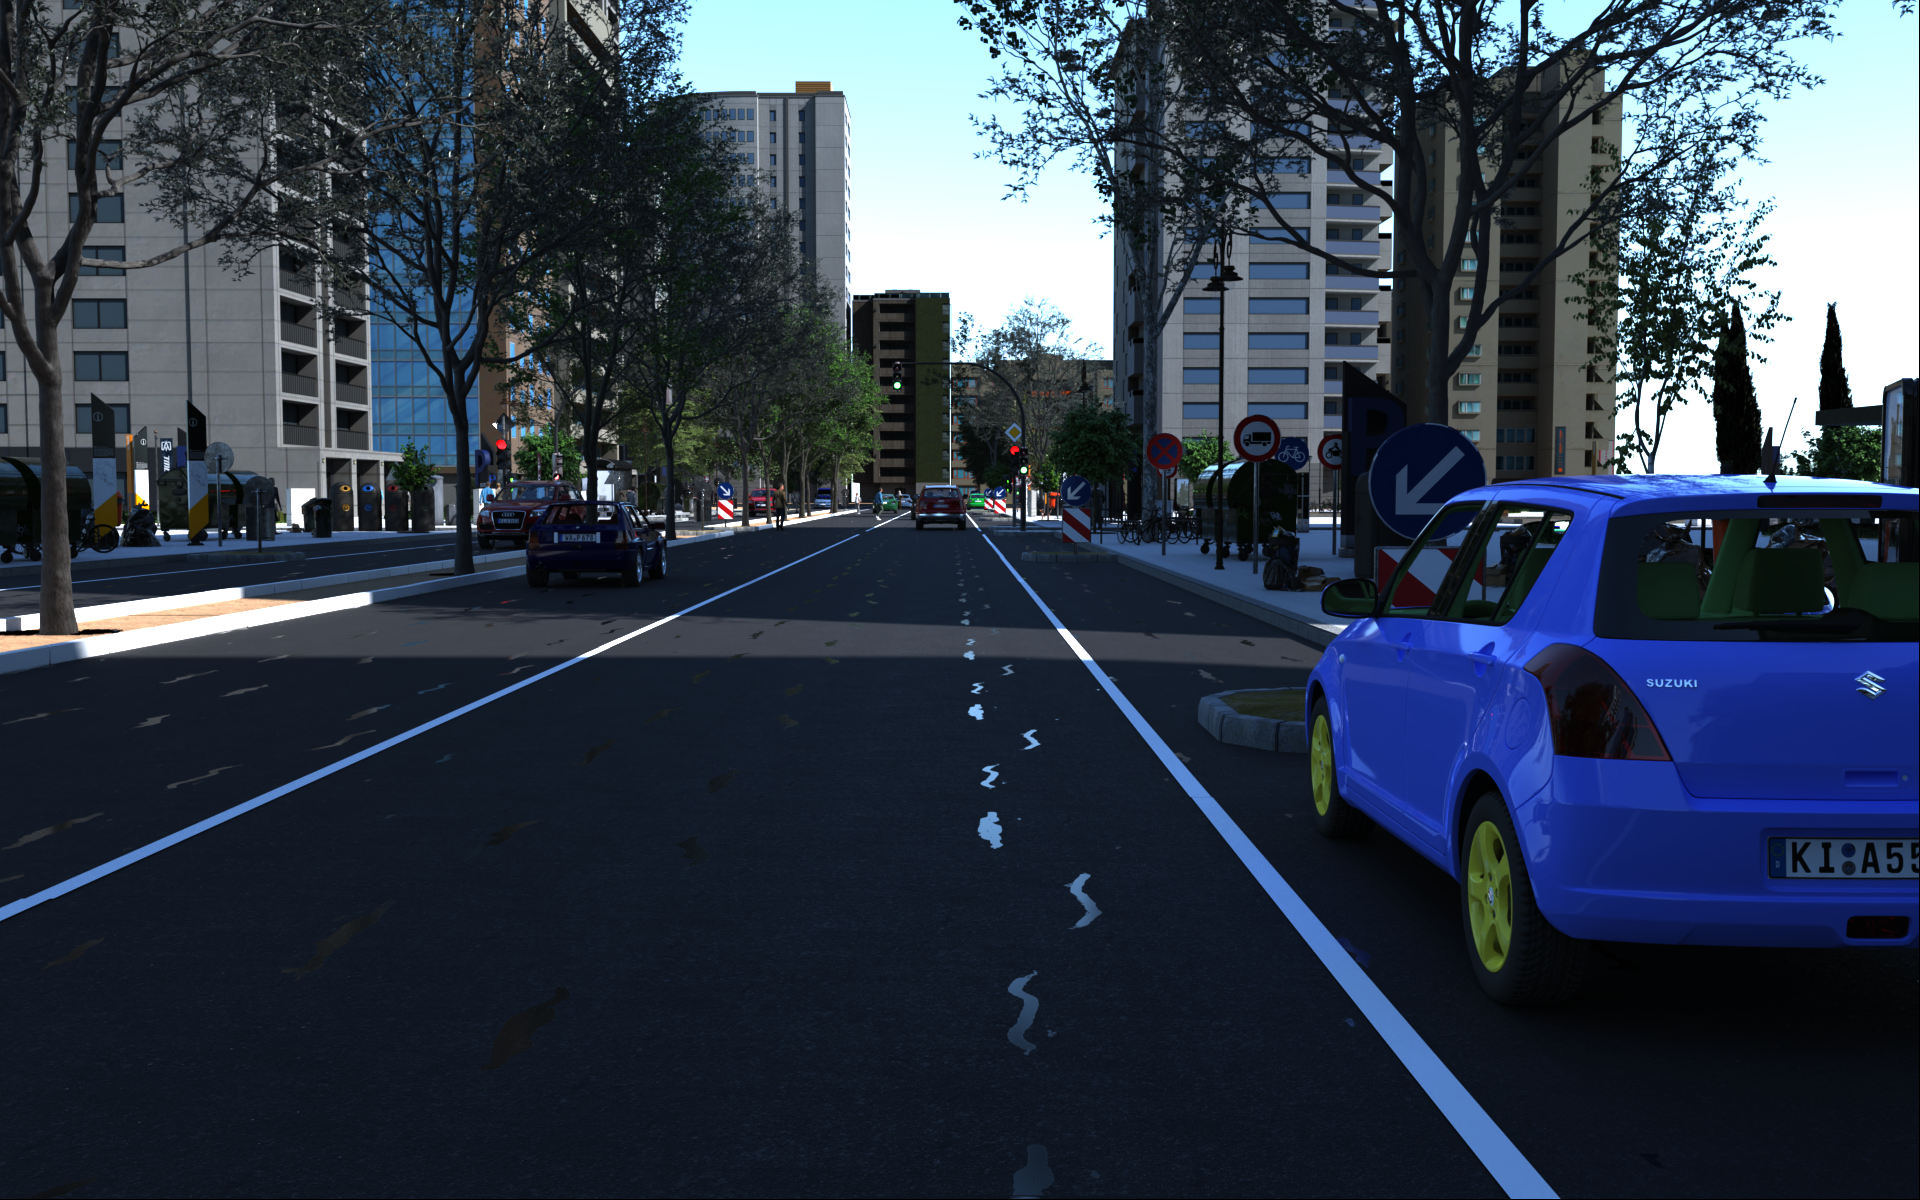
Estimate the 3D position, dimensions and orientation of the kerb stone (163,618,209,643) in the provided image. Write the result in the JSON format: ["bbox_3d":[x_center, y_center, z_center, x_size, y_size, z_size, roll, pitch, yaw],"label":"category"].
[{"bbox_3d":[-7.723,0.314,17.116,0.120,0.150,1.000,0,4,0],"label":"kerb stone"}]

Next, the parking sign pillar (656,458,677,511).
[{"bbox_3d":[-20.832,-8.093,120.785,1.447,3.967,1.447,-1,4,-22],"label":"parking sign pillar"}]

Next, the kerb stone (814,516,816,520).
[{"bbox_3d":[-8.196,-4.492,95.634,0.120,0.150,1.000,0,4,0],"label":"kerb stone"}]

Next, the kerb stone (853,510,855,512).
[{"bbox_3d":[-8.410,-6.808,133.569,0.120,0.150,1.000,0,4,0],"label":"kerb stone"}]

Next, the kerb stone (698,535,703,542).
[{"bbox_3d":[-7.926,-1.818,51.982,0.120,0.150,1.000,0,4,0],"label":"kerb stone"}]

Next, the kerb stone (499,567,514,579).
[{"bbox_3d":[-7.801,-0.440,29.421,0.120,0.150,1.000,0,4,0],"label":"kerb stone"}]

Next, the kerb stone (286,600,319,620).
[{"bbox_3d":[-7.742,0.123,20.187,0.120,0.150,1.000,0,4,0],"label":"kerb stone"}]

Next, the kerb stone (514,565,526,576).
[{"bbox_3d":[-7.810,-0.504,30.443,0.120,0.150,1.000,0,4,0],"label":"kerb stone"}]

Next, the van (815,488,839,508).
[{"bbox_3d":[-13.467,-10.479,175.718,2.240,2.365,5.245,0,4,1],"label":"van"}]

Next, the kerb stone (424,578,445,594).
[{"bbox_3d":[-7.775,-0.189,25.317,0.120,0.150,1.000,0,4,0],"label":"kerb stone"}]

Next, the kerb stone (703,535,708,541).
[{"bbox_3d":[-7.931,-1.884,53.003,0.120,0.150,1.000,0,4,0],"label":"kerb stone"}]

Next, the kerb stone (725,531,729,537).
[{"bbox_3d":[-7.968,-2.197,58.122,0.120,0.150,1.000,0,4,0],"label":"kerb stone"}]

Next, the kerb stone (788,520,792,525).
[{"bbox_3d":[-8.101,-3.613,81.268,0.120,0.150,1.000,0,4,0],"label":"kerb stone"}]

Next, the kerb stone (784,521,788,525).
[{"bbox_3d":[-8.087,-3.484,79.217,0.120,0.150,1.000,0,4,0],"label":"kerb stone"}]

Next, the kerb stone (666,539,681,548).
[{"bbox_3d":[-7.908,-1.571,47.882,0.120,0.150,1.000,0,4,0],"label":"kerb stone"}]

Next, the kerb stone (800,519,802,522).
[{"bbox_3d":[-8.136,-3.922,86.410,0.120,0.150,1.000,0,4,0],"label":"kerb stone"}]

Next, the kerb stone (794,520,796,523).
[{"bbox_3d":[-8.116,-3.738,83.316,0.120,0.150,1.000,0,4,0],"label":"kerb stone"}]

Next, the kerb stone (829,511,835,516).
[{"bbox_3d":[-8.275,-5.432,111.004,0.120,0.150,1.000,0,4,0],"label":"kerb stone"}]

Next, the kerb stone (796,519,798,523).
[{"bbox_3d":[-8.119,-3.801,84.342,0.120,0.150,1.000,0,4,0],"label":"kerb stone"}]

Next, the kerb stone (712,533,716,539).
[{"bbox_3d":[-7.949,-2.009,55.047,0.120,0.150,1.000,0,4,0],"label":"kerb stone"}]

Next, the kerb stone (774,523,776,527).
[{"bbox_3d":[-8.063,-3.173,74.084,0.120,0.150,1.000,0,4,0],"label":"kerb stone"}]

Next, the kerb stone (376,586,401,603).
[{"bbox_3d":[-7.764,-0.061,23.267,0.120,0.150,1.000,0,4,0],"label":"kerb stone"}]

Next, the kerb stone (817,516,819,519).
[{"bbox_3d":[-8.198,-4.617,97.678,0.120,0.150,1.000,0,4,0],"label":"kerb stone"}]

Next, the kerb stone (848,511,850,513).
[{"bbox_3d":[-8.375,-6.436,127.422,0.120,0.150,1.000,0,4,0],"label":"kerb stone"}]

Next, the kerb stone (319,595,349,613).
[{"bbox_3d":[-7.746,0.063,21.211,0.120,0.150,1.000,0,4,0],"label":"kerb stone"}]

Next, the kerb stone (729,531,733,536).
[{"bbox_3d":[-7.974,-2.257,59.144,0.120,0.150,1.000,0,4,0],"label":"kerb stone"}]

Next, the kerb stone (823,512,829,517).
[{"bbox_3d":[-8.252,-5.118,105.878,0.120,0.150,1.000,0,4,0],"label":"kerb stone"}]

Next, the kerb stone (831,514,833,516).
[{"bbox_3d":[-8.271,-5.307,108.958,0.120,0.150,1.000,0,4,0],"label":"kerb stone"}]

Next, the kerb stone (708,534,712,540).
[{"bbox_3d":[-7.946,-1.945,54.025,0.120,0.150,1.000,0,4,0],"label":"kerb stone"}]

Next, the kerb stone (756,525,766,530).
[{"bbox_3d":[-8.041,-2.920,69.962,0.120,0.150,1.000,0,4,0],"label":"kerb stone"}]

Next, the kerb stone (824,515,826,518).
[{"bbox_3d":[-8.227,-4.921,102.795,0.120,0.150,1.000,0,4,0],"label":"kerb stone"}]

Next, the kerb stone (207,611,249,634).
[{"bbox_3d":[-7.737,0.248,18.143,0.120,0.150,1.000,0,4,0],"label":"kerb stone"}]

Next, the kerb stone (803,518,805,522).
[{"bbox_3d":[-8.143,-4.051,88.455,0.120,0.150,1.000,0,4,0],"label":"kerb stone"}]

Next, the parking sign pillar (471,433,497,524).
[{"bbox_3d":[-20.686,-5.330,75.612,1.447,3.967,1.447,-3,5,-39],"label":"parking sign pillar"}]

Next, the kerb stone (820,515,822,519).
[{"bbox_3d":[-8.209,-4.738,99.726,0.120,0.150,1.000,0,4,0],"label":"kerb stone"}]

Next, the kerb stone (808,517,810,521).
[{"bbox_3d":[-8.166,-4.241,91.537,0.120,0.150,1.000,0,4,0],"label":"kerb stone"}]

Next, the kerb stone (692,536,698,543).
[{"bbox_3d":[-7.931,-1.758,50.957,0.120,0.150,1.000,0,4,0],"label":"kerb stone"}]

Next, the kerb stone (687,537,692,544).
[{"bbox_3d":[-7.923,-1.696,49.930,0.120,0.150,1.000,0,4,0],"label":"kerb stone"}]

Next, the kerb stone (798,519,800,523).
[{"bbox_3d":[-8.129,-3.865,85.380,0.120,0.150,1.000,0,4,0],"label":"kerb stone"}]

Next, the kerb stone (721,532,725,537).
[{"bbox_3d":[-7.955,-2.135,57.100,0.120,0.150,1.000,0,4,0],"label":"kerb stone"}]

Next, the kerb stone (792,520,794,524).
[{"bbox_3d":[-8.111,-3.672,82.293,0.120,0.150,1.000,0,4,0],"label":"kerb stone"}]

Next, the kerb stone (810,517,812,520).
[{"bbox_3d":[-8.169,-4.304,92.564,0.120,0.150,1.000,0,4,0],"label":"kerb stone"}]

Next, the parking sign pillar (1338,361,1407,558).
[{"bbox_3d":[8.403,-2.846,35.007,1.447,3.967,1.447,0,4,-3],"label":"parking sign pillar"}]

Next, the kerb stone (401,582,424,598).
[{"bbox_3d":[-7.772,-0.119,24.292,0.120,0.150,1.000,0,4,0],"label":"kerb stone"}]

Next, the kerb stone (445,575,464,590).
[{"bbox_3d":[-7.784,-0.254,26.342,0.120,0.150,1.000,0,4,0],"label":"kerb stone"}]

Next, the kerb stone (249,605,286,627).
[{"bbox_3d":[-7.736,0.185,19.165,0.120,0.150,1.000,0,4,0],"label":"kerb stone"}]

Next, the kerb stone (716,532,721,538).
[{"bbox_3d":[-7.962,-2.069,56.069,0.120,0.150,1.000,0,4,0],"label":"kerb stone"}]

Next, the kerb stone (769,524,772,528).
[{"bbox_3d":[-8.047,-3.048,72.030,0.120,0.150,1.000,0,4,0],"label":"kerb stone"}]

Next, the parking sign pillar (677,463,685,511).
[{"bbox_3d":[-21.956,-8.934,134.549,1.447,3.967,1.447,2,4,34],"label":"parking sign pillar"}]

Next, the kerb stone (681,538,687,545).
[{"bbox_3d":[-7.910,-1.627,48.904,0.120,0.150,1.000,0,4,0],"label":"kerb stone"}]

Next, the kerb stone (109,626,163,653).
[{"bbox_3d":[-7.719,0.373,16.094,0.120,0.150,1.000,0,4,0],"label":"kerb stone"}]

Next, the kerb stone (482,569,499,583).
[{"bbox_3d":[-7.792,-0.378,28.387,0.120,0.150,1.000,0,4,0],"label":"kerb stone"}]

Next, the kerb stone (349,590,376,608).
[{"bbox_3d":[-7.754,0.001,22.233,0.120,0.150,1.000,0,4,0],"label":"kerb stone"}]

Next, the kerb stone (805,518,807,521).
[{"bbox_3d":[-8.156,-4.116,89.485,0.120,0.150,1.000,0,4,0],"label":"kerb stone"}]

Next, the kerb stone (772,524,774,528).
[{"bbox_3d":[-8.058,-3.111,73.062,0.120,0.150,1.000,0,4,0],"label":"kerb stone"}]

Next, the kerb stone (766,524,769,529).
[{"bbox_3d":[-8.040,-2.985,71.002,0.120,0.150,1.000,0,4,0],"label":"kerb stone"}]

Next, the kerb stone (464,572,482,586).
[{"bbox_3d":[-7.789,-0.316,27.364,0.120,0.150,1.000,0,4,0],"label":"kerb stone"}]
